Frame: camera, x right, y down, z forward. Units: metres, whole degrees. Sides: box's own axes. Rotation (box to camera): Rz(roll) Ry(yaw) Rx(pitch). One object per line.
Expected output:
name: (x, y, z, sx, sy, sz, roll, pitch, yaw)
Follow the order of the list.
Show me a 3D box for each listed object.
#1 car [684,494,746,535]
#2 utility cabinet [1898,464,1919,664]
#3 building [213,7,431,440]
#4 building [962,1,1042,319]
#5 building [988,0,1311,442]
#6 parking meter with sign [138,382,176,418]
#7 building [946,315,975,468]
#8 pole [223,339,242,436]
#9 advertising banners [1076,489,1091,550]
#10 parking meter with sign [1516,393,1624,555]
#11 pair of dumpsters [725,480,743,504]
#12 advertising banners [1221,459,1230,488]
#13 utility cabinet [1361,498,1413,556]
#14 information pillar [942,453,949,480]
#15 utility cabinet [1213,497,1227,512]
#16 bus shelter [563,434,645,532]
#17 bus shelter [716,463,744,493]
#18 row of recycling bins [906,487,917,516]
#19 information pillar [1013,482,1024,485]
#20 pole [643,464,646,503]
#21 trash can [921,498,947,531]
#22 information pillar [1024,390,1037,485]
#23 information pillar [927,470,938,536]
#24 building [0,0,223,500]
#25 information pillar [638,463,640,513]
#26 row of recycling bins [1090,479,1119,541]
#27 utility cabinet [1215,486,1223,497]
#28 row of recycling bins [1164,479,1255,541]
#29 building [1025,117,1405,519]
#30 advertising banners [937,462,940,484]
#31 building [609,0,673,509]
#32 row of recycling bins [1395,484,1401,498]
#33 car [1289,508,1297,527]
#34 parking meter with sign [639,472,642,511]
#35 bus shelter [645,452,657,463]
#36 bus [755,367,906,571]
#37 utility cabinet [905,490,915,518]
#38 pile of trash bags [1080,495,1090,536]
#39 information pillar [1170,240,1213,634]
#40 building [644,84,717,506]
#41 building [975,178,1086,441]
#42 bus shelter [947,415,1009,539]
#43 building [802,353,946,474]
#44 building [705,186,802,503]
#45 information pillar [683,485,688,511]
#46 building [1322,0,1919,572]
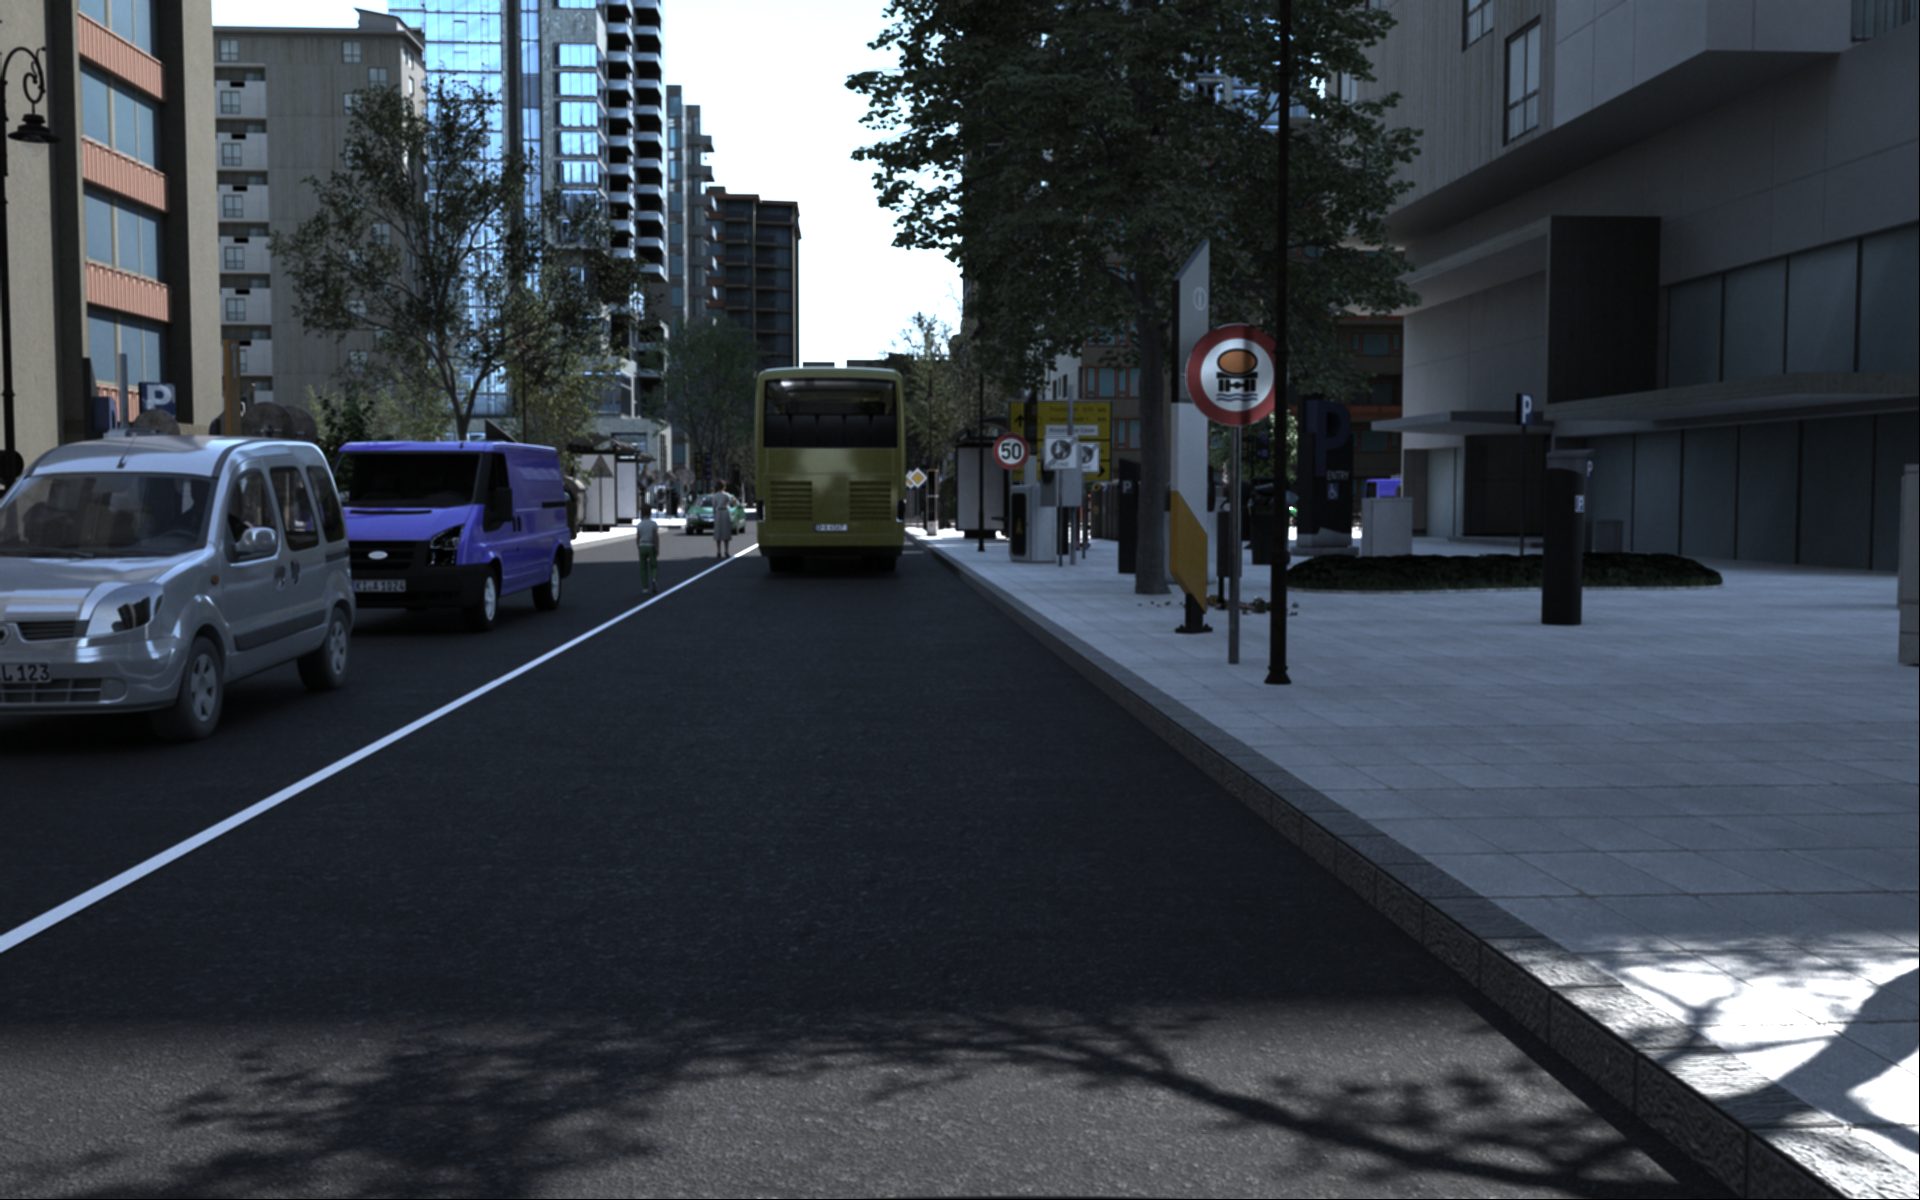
car: (-8.744, -3.083, 62.202, 2.131, 1.459, 4.920, 0, 4, -2)
utility cabinet: (7.455, -0.234, 12.507, 0.318, 1.500, 1.173, -2, 4, -29)
building: (-72.754, -37.151, 196.665, 27.495, 52.752, 28.713, 0, 4, -3)
building: (8.864, -46.925, 205.482, 20.563, 71.187, 20.611, 0, 4, -3)
building: (14.455, -50.121, 132.150, 22.319, 86.520, 31.000, 0, 4, -3)
parking meter with sign: (-13.200, -1.921, 27.671, 1.738, 3.016, 0.543, 3, 4, 38)
building: (13.382, -20.641, 182.520, 27.650, 21.520, 28.899, 0, 4, -3)
pole: (-9.595, -1.778, 22.906, 0.158, 3.312, 0.155, 0, 3, 0)
advertising banners: (2.683, -2.653, 39.556, 0.090, 3.025, 2.074, 1, 4, 19)
parking meter with sign: (10.431, -2.039, 29.605, 1.738, 3.016, 0.543, 3, 5, 40)
pair of dumpsters: (-16.133, -7.292, 121.711, 1.574, 2.255, 4.437, 0, 4, -3)
advertising banners: (12.007, -4.795, 74.590, 0.090, 3.025, 2.074, -3, 5, -42)
utility cabinet: (7.802, -1.254, 31.672, 1.020, 1.237, 0.306, -2, 4, -30)
information pillar: (-0.828, -6.565, 98.691, 0.183, 3.616, 0.504, -3, 5, -39)
utility cabinet: (4.731, -1.406, 34.148, 1.020, 1.237, 0.306, -1, 4, -20)
bus shelter: (-12.529, -4.100, 60.952, 2.014, 3.302, 5.546, 0, 4, -4)
bus shelter: (-17.703, -8.711, 133.709, 1.731, 3.624, 6.357, 0, 4, -3)
row of recycling bins: (-3.136, -5.910, 103.734, 1.069, 1.692, 3.534, 0, 4, -5)
information pillar: (1.528, -2.440, 44.380, 0.304, 2.012, 0.304, 2, 4, 35)
pole: (-21.582, -7.625, 118.518, 0.158, 3.312, 0.155, 0, 3, 0)
trash can: (-0.958, -2.923, 59.444, 0.748, 1.137, 0.748, 0, 3, 0)
information pillar: (1.508, -2.784, 36.870, 0.183, 3.616, 0.504, 2, 4, 29)
information pillar: (-0.837, -2.942, 52.587, 0.304, 2.012, 0.304, 1, 4, 11)
building: (-33.497, -23.746, 42.872, 28.867, 44.769, 22.147, 0, 4, -3)
information pillar: (-22.142, -7.817, 119.161, 0.183, 3.616, 0.504, -1, 4, -13)
row of recycling bins: (4.462, -2.539, 48.629, 1.069, 1.692, 3.534, -1, 4, -9)
utility cabinet: (6.339, -2.250, 45.471, 1.173, 1.500, 0.318, -2, 4, -25)
row of recycling bins: (7.274, -2.499, 47.967, 3.534, 1.692, 1.069, 2, 4, 32)
building: (19.437, -15.493, 98.347, 28.899, 21.520, 27.650, 0, 4, -3)
advertising banners: (-1.006, -5.891, 92.509, 0.090, 3.025, 2.074, -1, 4, -10)
building: (-37.764, -51.822, 159.964, 22.319, 86.520, 31.000, 0, 4, -3)
row of recycling bins: (16.717, -3.412, 62.901, 1.069, 1.692, 3.534, 3, 4, 36)
car: (11.439, -3.671, 68.809, 4.718, 1.807, 1.959, 0, 4, -5)
parking meter with sign: (-25.049, -8.447, 134.375, 0.543, 3.016, 1.738, 2, 4, 25)
bus shelter: (-14.533, -4.996, 75.613, 2.014, 3.302, 5.546, 0, 4, -3)
bus: (-2.553, -2.658, 35.013, 2.896, 3.916, 12.252, 0, 4, -4)
utility cabinet: (-2.947, -5.147, 92.837, 1.173, 1.500, 0.318, -3, 5, -42)
pile of trash bags: (4.843, -2.751, 54.729, 3.447, 1.369, 1.912, -3, 5, -42)
information pillar: (2.115, -1.501, 15.895, 0.183, 3.616, 0.504, 3, 5, 42)
building: (-44.023, -35.599, 201.650, 30.456, 49.044, 23.786, 0, 4, -3)
building: (8.245, -23.753, 160.063, 14.160, 30.474, 14.107, 0, 4, -3)
bus shelter: (0.800, -3.269, 47.378, 2.014, 3.302, 5.546, 0, 4, -3)
building: (-8.569, -25.007, 253.895, 28.899, 21.520, 27.650, 0, 4, -3)
building: (-37.214, -36.318, 248.423, 28.867, 44.769, 22.147, 0, 4, -3)
information pillar: (-21.139, -7.870, 133.171, 0.304, 2.012, 0.304, -2, 4, -31)
building: (25.103, -27.520, 39.184, 28.713, 52.752, 27.495, 0, 4, -3)
